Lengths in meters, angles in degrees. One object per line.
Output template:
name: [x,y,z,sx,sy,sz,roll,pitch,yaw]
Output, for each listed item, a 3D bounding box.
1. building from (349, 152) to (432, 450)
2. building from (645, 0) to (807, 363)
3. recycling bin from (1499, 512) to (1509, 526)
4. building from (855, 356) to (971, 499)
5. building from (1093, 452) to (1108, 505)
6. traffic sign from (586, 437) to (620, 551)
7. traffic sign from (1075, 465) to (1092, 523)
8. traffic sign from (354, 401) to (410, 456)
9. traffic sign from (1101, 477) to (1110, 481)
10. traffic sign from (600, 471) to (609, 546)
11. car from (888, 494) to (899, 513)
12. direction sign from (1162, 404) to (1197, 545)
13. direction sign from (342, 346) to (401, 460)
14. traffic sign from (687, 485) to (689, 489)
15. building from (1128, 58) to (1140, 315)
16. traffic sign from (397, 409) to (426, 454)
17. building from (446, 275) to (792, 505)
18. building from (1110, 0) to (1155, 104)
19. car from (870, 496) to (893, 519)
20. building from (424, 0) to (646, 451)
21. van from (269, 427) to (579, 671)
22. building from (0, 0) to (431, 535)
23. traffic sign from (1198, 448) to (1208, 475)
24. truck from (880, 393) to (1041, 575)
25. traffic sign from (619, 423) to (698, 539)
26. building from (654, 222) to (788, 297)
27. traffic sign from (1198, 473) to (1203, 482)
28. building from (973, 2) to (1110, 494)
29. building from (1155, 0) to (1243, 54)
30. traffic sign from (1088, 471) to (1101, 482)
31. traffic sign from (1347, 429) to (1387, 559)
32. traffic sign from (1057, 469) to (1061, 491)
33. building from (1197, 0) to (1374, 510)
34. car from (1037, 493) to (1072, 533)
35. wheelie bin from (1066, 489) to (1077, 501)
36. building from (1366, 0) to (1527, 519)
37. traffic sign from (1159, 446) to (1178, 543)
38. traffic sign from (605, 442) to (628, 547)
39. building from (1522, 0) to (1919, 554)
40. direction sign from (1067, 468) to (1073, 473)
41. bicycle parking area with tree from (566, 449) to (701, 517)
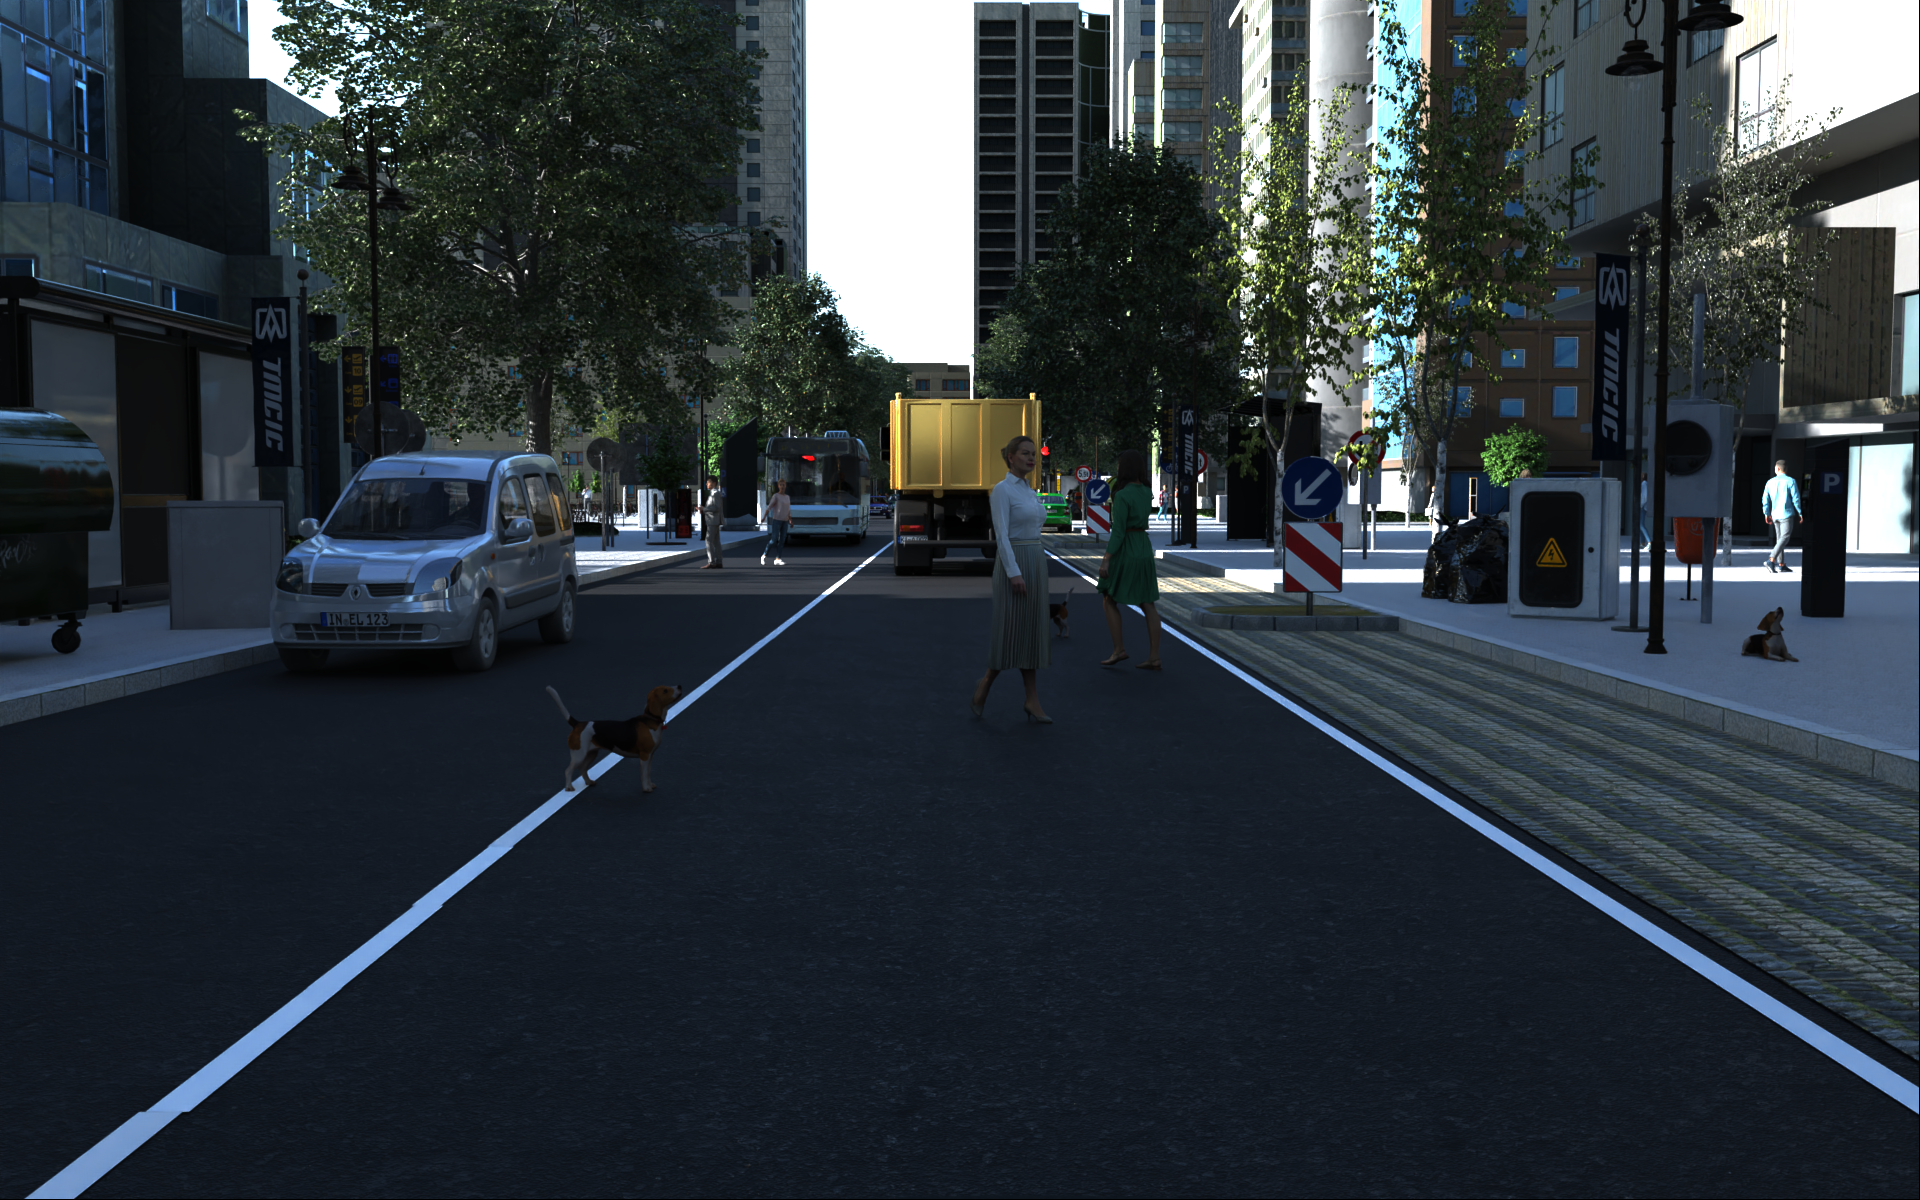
building: [-67.682,-32.143,209.126,14.086,41.232,14.154,0,4,0]
building: [-29.107,-46.907,205.178,20.611,71.187,20.563,0,4,0]
recycling bin: [8.049,-0.718,24.287,0.722,1.027,0.722,-2,4,-34]
building: [-12.996,-25.363,259.729,28.899,21.520,27.650,0,4,0]
building: [23.035,-26.794,209.779,14.160,30.474,14.107,0,4,0]
traffic sign: [-8.033,-2.378,38.993,0.768,2.556,0.104,0,4,4]
traffic sign: [5.457,-4.681,76.643,0.768,2.556,0.104,0,4,2]
traffic sign: [-7.959,-1.453,23.867,0.768,2.556,0.104,0,3,0]
traffic sign: [8.339,-5.905,98.681,0.606,2.300,0.079,0,4,6]
traffic sign: [-8.661,-2.593,42.504,0.768,2.556,0.104,0,4,2]
car: [-4.111,-6.424,116.828,2.131,1.459,4.920,0,4,0]
direction sign: [5.521,-3.158,43.629,0.876,3.537,0.379,1,4,19]
direction sign: [-9.012,-2.116,26.588,0.876,3.537,0.379,0,4,-1]
traffic sign: [-10.741,-4.184,68.512,0.768,2.556,0.104,0,4,4]
building: [22.901,-29.534,166.475,14.154,41.232,14.086,0,4,0]
traffic sign: [-8.384,-1.582,25.978,0.768,2.556,0.104,0,4,2]
building: [-31.287,-19.651,166.327,27.650,21.520,28.899,0,4,0]
building: [26.666,-39.459,187.145,21.231,58.520,28.212,0,4,0]
car: [-4.860,-5.382,100.570,1.945,1.354,3.894,0,4,-1]
building: [-49.717,-46.901,205.091,20.611,71.187,20.563,0,4,0]
van: [-4.611,-0.508,15.322,2.013,2.044,4.112,0,4,1]
building: [-33.751,-44.868,46.267,31.000,86.520,22.319,0,4,0]
traffic sign: [6.424,-2.903,47.574,0.768,2.556,0.104,0,4,6]
truck: [0.039,-2.335,34.101,3.469,3.379,9.791,0,4,-1]
traffic sign: [-8.634,-3.408,49.589,2.265,3.308,0.079,0,4,2]
building: [-26.315,-25.477,188.253,14.160,30.474,14.107,0,4,0]
traffic sign: [8.593,-3.742,63.306,0.606,2.300,0.079,0,4,7]
building: [12.219,-49.998,255.725,20.611,71.187,20.563,0,4,0]
building: [22.713,-28.041,142.058,14.154,41.232,14.086,0,4,0]
traffic sign: [7.286,-5.764,94.352,0.768,2.556,0.104,0,4,4]
traffic sign: [7.950,-2.070,33.943,0.768,2.556,0.104,0,4,2]
traffic sign: [7.731,-9.071,142.184,2.265,3.308,0.079,0,4,8]
building: [31.913,-25.887,115.132,32.217,40.220,23.993,0,4,0]
car: [3.156,-3.423,64.762,1.959,1.807,4.718,0,4,-2]
wheelie bin: [7.450,-6.508,114.315,0.693,1.594,0.980,3,5,41]
building: [30.688,-27.141,93.859,14.200,45.320,14.600,0,4,0]
traffic sign: [5.612,-2.783,45.601,0.768,2.556,0.104,0,3,0]
traffic sign: [-8.408,-2.551,41.821,0.768,2.556,0.104,0,4,3]
building: [30.942,-27.567,39.967,28.713,52.752,27.495,0,4,0]
direction sign: [8.261,-8.607,132.721,0.876,3.537,0.379,-1,4,-14]
bicycle parking area with tree: [-19.720,-7.497,109.571,9.016,4.147,8.231,-3,5,-45]
